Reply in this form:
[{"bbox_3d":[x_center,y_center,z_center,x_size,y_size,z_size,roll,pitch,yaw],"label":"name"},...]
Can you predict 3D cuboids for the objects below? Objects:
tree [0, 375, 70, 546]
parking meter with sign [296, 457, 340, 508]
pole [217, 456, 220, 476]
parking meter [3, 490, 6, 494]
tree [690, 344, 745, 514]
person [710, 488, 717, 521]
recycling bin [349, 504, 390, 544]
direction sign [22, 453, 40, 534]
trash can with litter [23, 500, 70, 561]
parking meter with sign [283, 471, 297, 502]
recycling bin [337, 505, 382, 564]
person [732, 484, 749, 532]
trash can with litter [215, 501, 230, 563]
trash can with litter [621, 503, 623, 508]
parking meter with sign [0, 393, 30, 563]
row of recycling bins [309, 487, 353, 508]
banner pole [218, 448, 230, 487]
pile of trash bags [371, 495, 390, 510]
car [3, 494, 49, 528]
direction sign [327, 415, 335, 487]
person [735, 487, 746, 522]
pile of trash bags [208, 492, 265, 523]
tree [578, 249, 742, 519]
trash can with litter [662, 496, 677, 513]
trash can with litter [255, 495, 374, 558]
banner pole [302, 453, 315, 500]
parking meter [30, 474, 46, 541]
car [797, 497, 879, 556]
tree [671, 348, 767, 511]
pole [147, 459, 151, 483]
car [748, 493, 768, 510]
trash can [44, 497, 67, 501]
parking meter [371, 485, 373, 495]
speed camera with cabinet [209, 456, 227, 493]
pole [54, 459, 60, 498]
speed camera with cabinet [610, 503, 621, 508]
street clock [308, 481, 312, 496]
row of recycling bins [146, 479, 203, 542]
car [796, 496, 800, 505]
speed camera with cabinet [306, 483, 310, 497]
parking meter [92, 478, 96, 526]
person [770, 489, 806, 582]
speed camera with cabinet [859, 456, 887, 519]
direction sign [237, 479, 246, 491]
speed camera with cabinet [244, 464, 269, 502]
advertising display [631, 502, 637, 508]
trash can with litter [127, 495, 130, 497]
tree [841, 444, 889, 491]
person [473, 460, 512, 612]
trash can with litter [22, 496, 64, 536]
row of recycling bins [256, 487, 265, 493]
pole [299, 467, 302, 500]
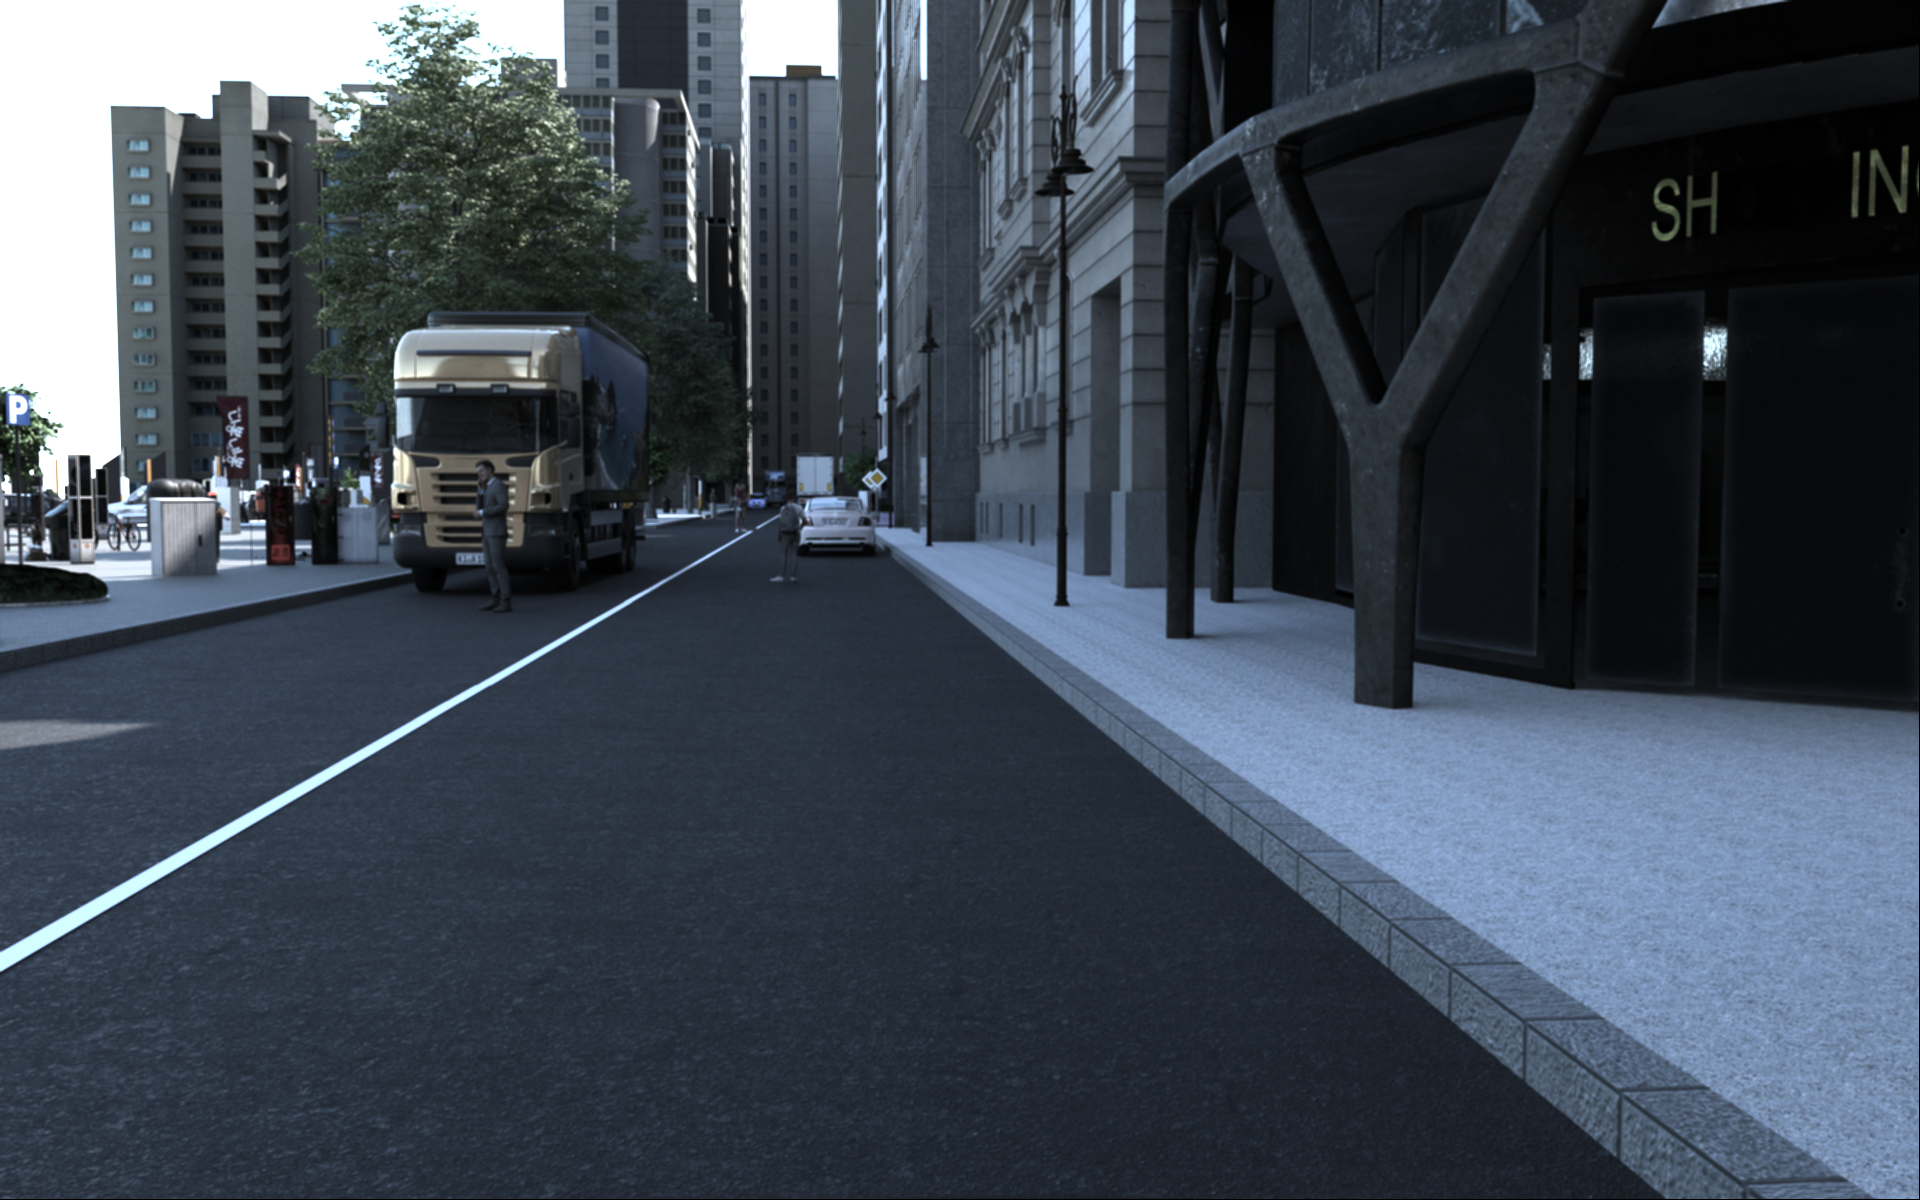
[{"bbox_3d":[-23.977,-3.622,42.929,4.285,4.588,4.351,0,3,0],"label":"tree"},{"bbox_3d":[-29.842,-5.171,80.802,1.738,3.016,0.543,-3,5,-45],"label":"parking meter with sign"},{"bbox_3d":[-40.052,-6.099,93.567,0.158,3.312,0.155,0,3,0],"label":"pole"},{"bbox_3d":[-62.846,-6.442,113.742,0.372,1.533,0.369,0,3,0],"label":"parking meter"},{"bbox_3d":[-18.165,-11.959,113.650,7.486,12.596,7.792,0,3,0],"label":"tree"},{"bbox_3d":[-12.995,-5.037,91.405,0.362,1.759,0.519,1,4,13],"label":"person"},{"bbox_3d":[-15.065,-1.936,44.206,0.722,1.027,0.722,2,4,29],"label":"recycling bin"},{"bbox_3d":[-30.146,-3.905,55.845,0.876,3.537,0.379,-1,4,-18],"label":"direction sign"},{"bbox_3d":[-17.520,-1.347,33.408,0.624,1.170,1.055,3,4,38],"label":"trash can with litter"},{"bbox_3d":[-49.794,-8.147,129.466,0.543,3.016,1.738,1,4,13],"label":"parking meter with sign"},{"bbox_3d":[-11.199,-1.198,32.144,0.722,1.027,0.722,-1,4,-23],"label":"recycling bin"},{"bbox_3d":[-8.306,-3.483,65.414,0.573,1.828,0.580,2,4,25],"label":"person"},{"bbox_3d":[-13.996,-1.252,31.862,0.624,1.170,1.055,1,4,14],"label":"trash can with litter"},{"bbox_3d":[-23.342,-6.566,118.409,1.678,1.210,2.233,2,4,25],"label":"trash can with litter"},{"bbox_3d":[-17.234,-2.089,30.420,1.738,3.016,0.543,1,4,14],"label":"parking meter with sign"},{"bbox_3d":[-36.853,-5.792,101.814,3.534,1.692,1.069,2,4,29],"label":"row of recycling bins"},{"bbox_3d":[-40.036,-6.371,94.182,0.401,3.779,0.863,2,4,32],"label":"banner pole"},{"bbox_3d":[-30.384,-4.946,90.623,3.447,1.369,1.912,3,4,36],"label":"pile of trash bags"},{"bbox_3d":[-36.354,-3.527,67.461,4.222,1.686,2.009,0,4,-6],"label":"car"},{"bbox_3d":[-18.156,-3.551,50.052,0.379,3.537,0.876,-1,4,-9],"label":"direction sign"},{"bbox_3d":[-11.182,-4.844,87.877,0.709,1.800,0.728,2,4,26],"label":"person"},{"bbox_3d":[-34.595,-4.522,83.680,3.447,1.369,1.912,-3,4,-36],"label":"pile of trash bags"},{"bbox_3d":[-16.043,-11.147,88.911,9.857,13.997,8.962,0,3,0],"label":"tree"},{"bbox_3d":[-19.484,-6.423,116.397,1.055,1.170,0.624,-1,4,-10],"label":"trash can with litter"},{"bbox_3d":[-13.052,-1.482,35.292,2.233,1.210,1.678,0,4,-5],"label":"trash can with litter"},{"bbox_3d":[-39.398,-7.012,104.666,0.863,3.779,0.401,0,4,-6],"label":"banner pole"},{"bbox_3d":[-25.215,-2.547,47.354,0.255,1.863,0.399,-1,4,-12],"label":"parking meter"},{"bbox_3d":[-2.986,-1.791,41.647,2.083,1.381,4.827,0,4,-4],"label":"car"},{"bbox_3d":[-19.448,-13.092,131.059,9.611,12.733,9.660,0,3,0],"label":"tree"},{"bbox_3d":[-47.360,-6.568,101.224,0.158,3.312,0.155,0,3,0],"label":"pole"},{"bbox_3d":[-18.824,-9.253,160.874,1.945,1.707,3.694,0,4,-5],"label":"car"},{"bbox_3d":[-39.455,-3.898,75.386,0.748,1.137,0.748,0,3,0],"label":"trash can"},{"bbox_3d":[-43.667,-7.524,128.735,0.399,1.863,0.255,3,5,45],"label":"parking meter"},{"bbox_3d":[-38.071,-5.823,89.545,0.660,3.252,2.038,-3,4,-36],"label":"speed camera with cabinet"},{"bbox_3d":[-52.378,-6.522,100.479,0.158,3.312,0.155,0,3,0],"label":"pole"},{"bbox_3d":[-25.824,-8.307,130.155,0.660,3.252,2.038,2,4,29],"label":"speed camera with cabinet"},{"bbox_3d":[-36.688,-5.722,98.120,0.471,2.002,0.358,-1,4,-17],"label":"street clock"},{"bbox_3d":[-21.697,-2.502,48.020,1.069,1.692,3.534,-1,4,-12],"label":"row of recycling bins"},{"bbox_3d":[-14.246,-9.072,160.332,2.014,1.417,4.499,0,4,-5],"label":"car"},{"bbox_3d":[-50.249,-8.583,134.661,0.660,3.252,2.038,0,4,-1],"label":"speed camera with cabinet"},{"bbox_3d":[-30.910,-3.451,62.128,0.255,1.863,0.399,-1,4,-9],"label":"parking meter"},{"bbox_3d":[-2.810,-1.057,28.373,0.523,1.515,0.503,3,4,37],"label":"person"},{"bbox_3d":[-4.525,-5.864,90.212,0.660,3.252,2.038,2,4,28],"label":"speed camera with cabinet"},{"bbox_3d":[-55.820,-8.723,134.624,0.876,3.537,0.379,2,4,26],"label":"direction sign"},{"bbox_3d":[-46.669,-7.367,114.791,0.660,3.252,2.038,1,4,16],"label":"speed camera with cabinet"},{"bbox_3d":[-18.987,-5.773,99.607,0.123,1.923,0.974,2,4,34],"label":"advertising display"},{"bbox_3d":[-63.544,-7.419,132.359,2.233,1.210,1.678,3,5,39],"label":"trash can with litter"},{"bbox_3d":[-6.176,-7.960,113.859,4.285,4.588,4.351,0,3,0],"label":"tree"},{"bbox_3d":[-5.739,-0.786,21.157,0.447,1.846,0.655,-2,4,-35],"label":"person"},{"bbox_3d":[-28.272,-2.594,53.470,1.678,1.210,2.233,1,4,20],"label":"trash can with litter"},{"bbox_3d":[-38.225,-5.410,95.561,1.069,1.692,3.534,-2,4,-26],"label":"row of recycling bins"},{"bbox_3d":[-50.027,-8.416,131.438,0.158,3.312,0.155,0,3,0],"label":"pole"}]
